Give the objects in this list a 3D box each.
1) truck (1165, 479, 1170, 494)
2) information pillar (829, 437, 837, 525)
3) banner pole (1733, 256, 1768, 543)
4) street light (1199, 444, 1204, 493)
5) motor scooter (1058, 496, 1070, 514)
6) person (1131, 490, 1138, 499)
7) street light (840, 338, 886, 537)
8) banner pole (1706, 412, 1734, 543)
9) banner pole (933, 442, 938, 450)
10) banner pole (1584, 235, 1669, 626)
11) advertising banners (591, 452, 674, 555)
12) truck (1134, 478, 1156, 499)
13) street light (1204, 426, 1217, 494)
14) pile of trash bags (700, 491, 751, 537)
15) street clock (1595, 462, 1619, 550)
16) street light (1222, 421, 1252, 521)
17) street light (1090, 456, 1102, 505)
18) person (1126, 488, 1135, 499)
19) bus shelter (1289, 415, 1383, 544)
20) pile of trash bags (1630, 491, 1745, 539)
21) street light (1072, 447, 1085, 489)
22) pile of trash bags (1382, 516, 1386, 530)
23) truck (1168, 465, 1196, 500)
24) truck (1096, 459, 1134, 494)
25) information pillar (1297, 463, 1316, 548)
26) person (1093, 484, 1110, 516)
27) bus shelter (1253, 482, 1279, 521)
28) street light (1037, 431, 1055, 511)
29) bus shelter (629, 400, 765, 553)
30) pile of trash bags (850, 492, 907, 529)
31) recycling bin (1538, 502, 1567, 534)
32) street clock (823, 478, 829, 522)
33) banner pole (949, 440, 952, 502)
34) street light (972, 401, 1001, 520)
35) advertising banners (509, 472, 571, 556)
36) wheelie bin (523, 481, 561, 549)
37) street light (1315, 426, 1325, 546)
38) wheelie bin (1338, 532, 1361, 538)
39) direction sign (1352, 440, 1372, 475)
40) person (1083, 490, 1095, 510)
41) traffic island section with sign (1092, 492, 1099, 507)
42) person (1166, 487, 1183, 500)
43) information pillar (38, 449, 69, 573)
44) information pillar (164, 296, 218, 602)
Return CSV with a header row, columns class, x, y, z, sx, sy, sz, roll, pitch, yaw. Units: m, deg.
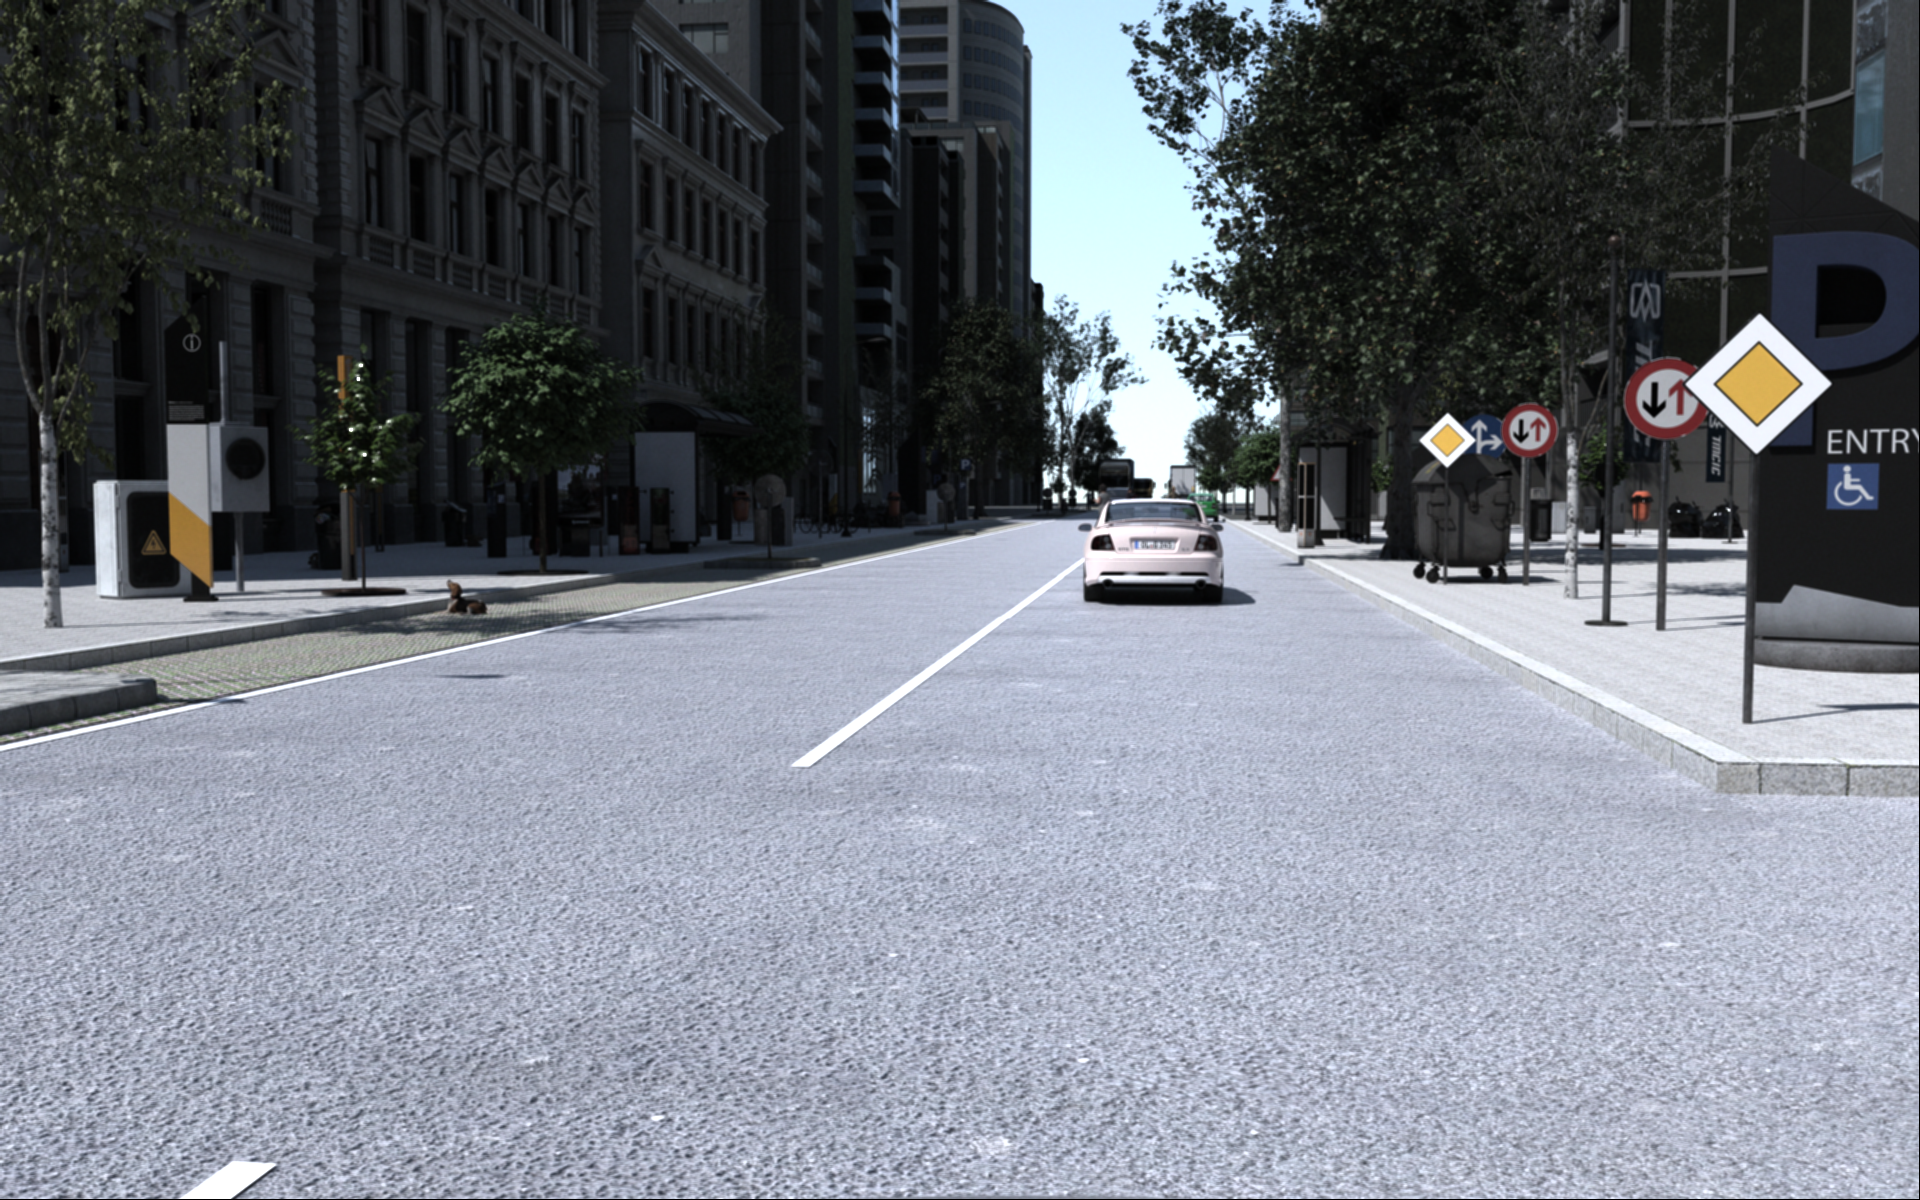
class,x,y,z,sx,sy,sz,roll,pitch,yaw
truck,28.698,-14.165,227.521,3.469,3.379,9.791,0,4,6
information pillar,-5.200,-4.856,70.756,0.183,3.616,0.504,-3,4,-39
banner pole,7.697,-1.614,16.398,0.401,3.779,0.863,3,4,37
street light,22.864,-11.468,160.043,1.470,5.913,1.316,0,4,7
motor scooter,7.392,-6.725,122.733,0.815,1.314,1.986,1,4,9
person,11.112,-6.292,112.305,0.756,1.711,0.436,2,4,25
street light,-2.884,-4.849,51.827,1.470,5.913,1.316,0,4,7
banner pole,19.872,-3.372,45.146,0.863,3.779,0.401,1,4,11
banner pole,-1.141,-5.710,83.382,0.401,3.779,0.863,-2,4,-26
banner pole,6.555,-1.648,16.956,0.863,3.779,0.401,-1,4,-20
advertising banners,-6.933,-2.458,36.377,2.074,3.025,0.090,-3,5,-41
truck,22.422,-13.308,213.501,3.469,3.379,9.791,0,4,7
street light,17.689,-8.955,118.953,1.470,5.913,1.316,0,4,7
pile of trash bags,-8.079,-2.632,52.785,3.447,1.369,1.912,-1,4,-19
street clock,14.775,-2.144,39.625,0.471,2.002,0.358,0,4,-6
street light,13.389,-6.795,83.646,1.470,5.913,1.316,0,4,7
street light,16.560,-14.564,210.656,1.470,5.913,1.316,0,4,7
person,9.498,-5.325,96.016,0.568,1.767,0.683,1,4,21
bus shelter,10.102,-3.246,47.003,2.014,3.302,5.546,0,4,7
pile of trash bags,21.412,-2.535,51.206,1.912,1.369,3.447,-3,4,-36
street light,11.581,-12.068,169.849,1.470,5.913,1.316,0,4,7
pile of trash bags,16.895,-3.203,62.116,3.447,1.369,1.912,-2,4,-34
truck,22.348,-11.326,174.097,2.839,4.237,11.283,0,4,7
truck,12.611,-9.205,139.407,2.839,4.237,11.283,0,4,8
information pillar,8.207,-2.234,41.010,0.304,2.012,0.304,-2,4,-23
person,4.882,-3.052,58.760,0.716,1.782,0.532,-2,4,-35
bus shelter,14.361,-5.225,79.345,2.014,3.302,5.546,0,4,7
street light,6.348,-9.515,128.112,1.470,5.913,1.316,0,4,7
bus shelter,-6.106,-2.814,39.938,2.014,3.302,5.546,0,4,7
pile of trash bags,-2.920,-3.423,65.726,1.912,1.369,3.447,-1,4,-20
recycling bin,19.190,-2.662,56.081,0.722,1.027,0.722,0,4,3
street clock,-5.988,-4.472,77.689,0.358,2.002,0.471,-1,4,-19
banner pole,-0.452,-5.488,79.738,0.401,3.779,0.863,0,4,3
street light,1.335,-6.999,86.972,1.470,5.913,1.316,0,4,7
advertising banners,-8.736,-2.447,36.196,2.074,3.025,0.090,2,4,28
wheelie bin,-9.686,-1.986,40.383,0.980,1.594,0.693,0,4,3
street light,8.342,-4.300,42.849,1.470,5.913,1.316,0,4,7
wheelie bin,11.442,-2.620,50.749,0.693,1.594,0.980,-2,4,-26
direction sign,16.323,-4.808,70.600,0.876,3.537,0.379,1,4,18
person,11.827,-9.196,158.936,1.350,1.814,0.705,3,4,37
traffic island section with sign,15.692,-11.196,191.677,1.989,1.847,2.006,0,4,7
person,12.618,-5.729,102.179,1.348,1.823,0.705,-1,4,-21
information pillar,-14.754,-1.450,28.199,0.304,2.012,0.304,0,4,-1
information pillar,-9.150,-1.788,20.582,0.504,3.616,0.183,0,4,-1
